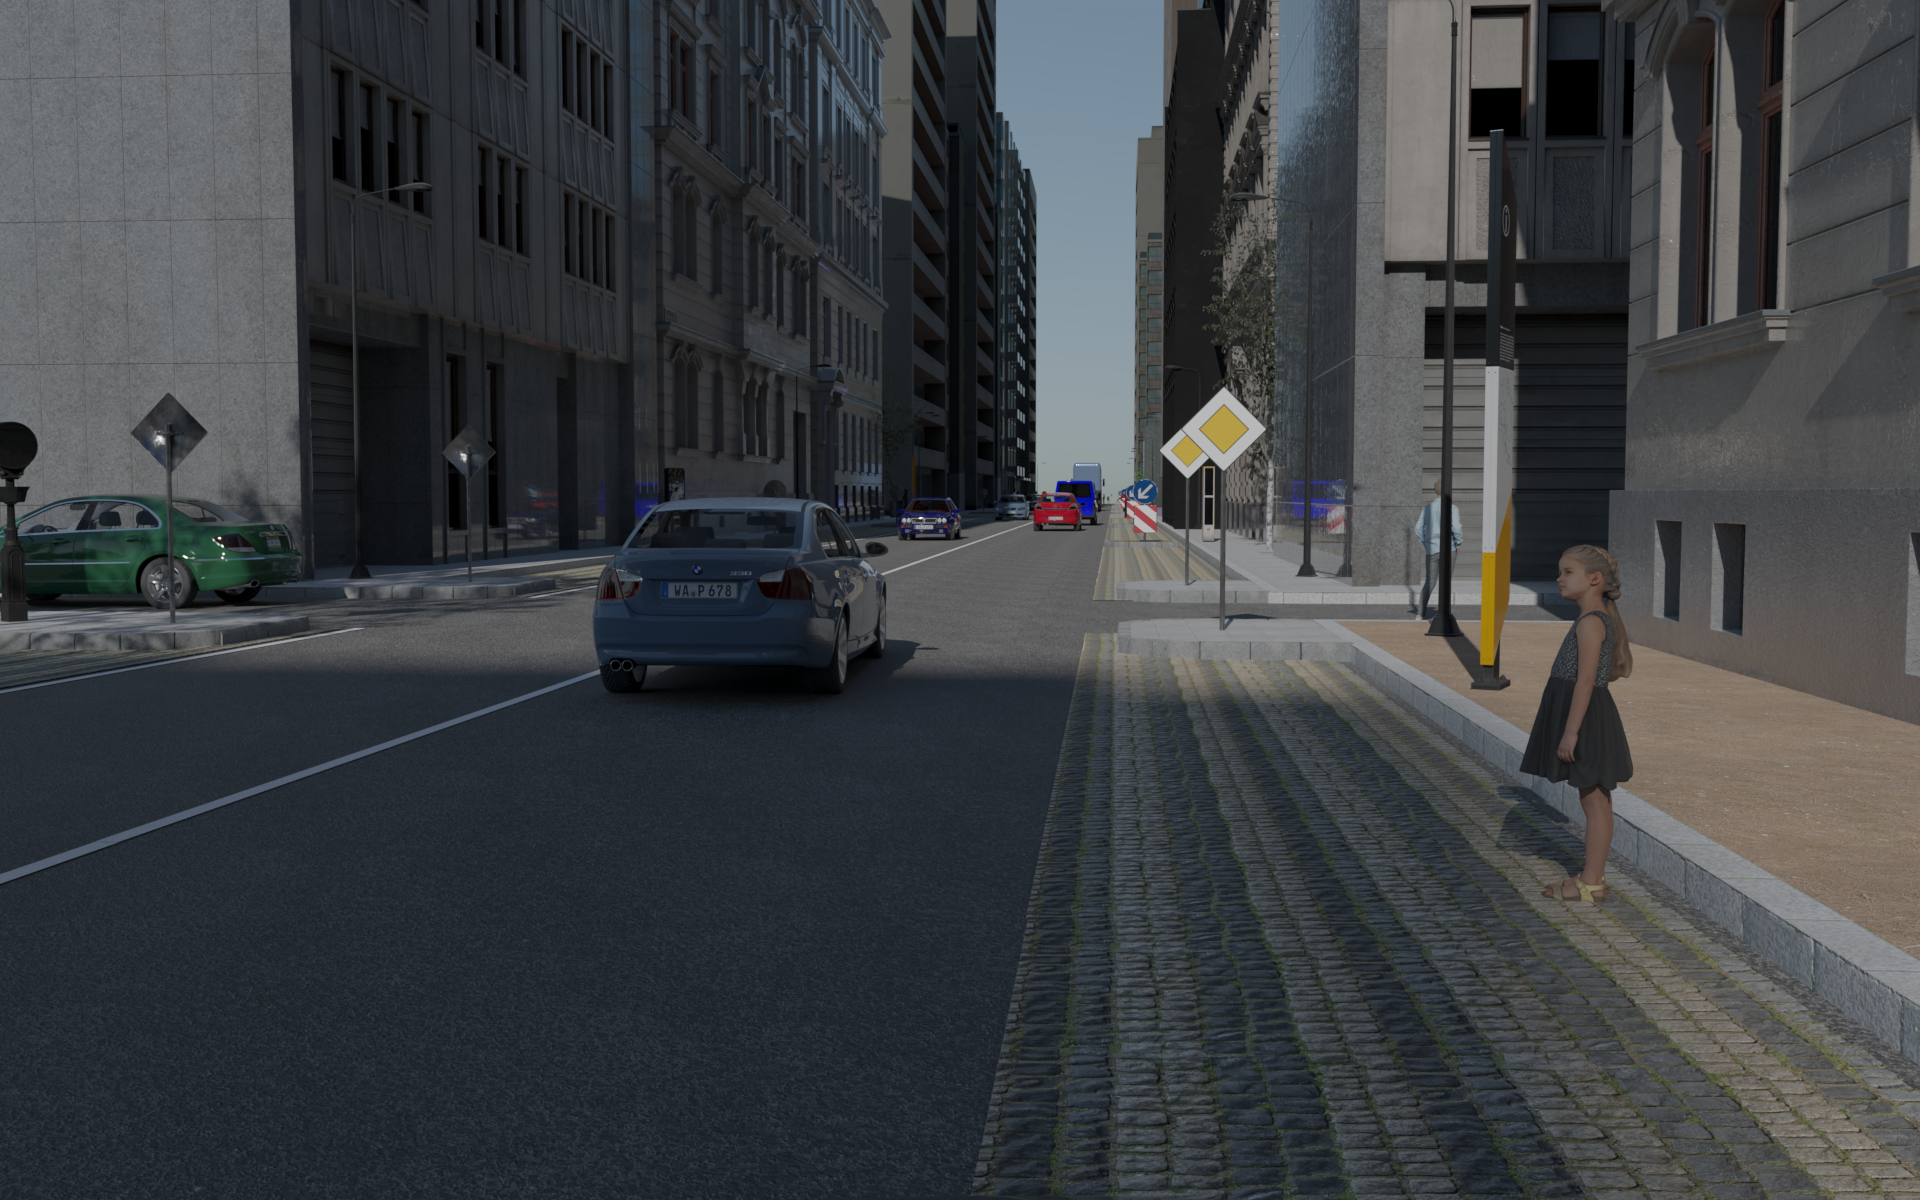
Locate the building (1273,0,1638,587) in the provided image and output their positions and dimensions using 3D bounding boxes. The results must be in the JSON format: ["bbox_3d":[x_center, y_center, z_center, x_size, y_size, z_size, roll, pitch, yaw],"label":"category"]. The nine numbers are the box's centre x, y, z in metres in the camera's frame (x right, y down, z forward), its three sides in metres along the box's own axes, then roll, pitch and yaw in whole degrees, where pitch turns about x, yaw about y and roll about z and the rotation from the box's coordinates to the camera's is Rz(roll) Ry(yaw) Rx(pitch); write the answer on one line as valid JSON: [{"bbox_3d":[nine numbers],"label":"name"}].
[{"bbox_3d":[15.862,-12.863,28.329,19.932,24.808,12.078,0,4,5],"label":"building"}]

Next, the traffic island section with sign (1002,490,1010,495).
[{"bbox_3d":[4.096,-8.732,151.400,1.989,1.847,2.006,0,4,5],"label":"traffic island section with sign"}]

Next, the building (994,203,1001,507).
[{"bbox_3d":[-3.537,-24.098,165.695,14.160,30.474,14.107,0,4,5],"label":"building"}]

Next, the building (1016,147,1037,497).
[{"bbox_3d":[-0.297,-38.034,245.559,21.300,48.544,21.600,0,4,5],"label":"building"}]

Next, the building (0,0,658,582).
[{"bbox_3d":[-14.704,-13.269,34.968,12.078,24.808,19.932,0,4,5],"label":"building"}]

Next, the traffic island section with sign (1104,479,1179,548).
[{"bbox_3d":[4.901,-2.346,46.987,1.989,1.847,2.006,0,4,5],"label":"traffic island section with sign"}]

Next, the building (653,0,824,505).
[{"bbox_3d":[-12.900,-16.458,56.482,14.401,28.519,23.554,0,4,5],"label":"building"}]

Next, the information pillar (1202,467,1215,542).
[{"bbox_3d":[6.636,-2.556,46.279,0.304,2.012,0.304,0,4,3],"label":"information pillar"}]

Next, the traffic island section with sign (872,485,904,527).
[{"bbox_3d":[-2.722,-4.051,74.866,1.989,1.847,2.006,0,4,5],"label":"traffic island section with sign"}]

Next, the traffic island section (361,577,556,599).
[{"bbox_3d":[-7.150,-0.179,25.202,2.009,0.180,2.903,0,4,5],"label":"traffic island section"}]

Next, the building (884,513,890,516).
[{"bbox_3d":[-12.481,-29.832,111.460,21.300,48.544,21.600,0,4,5],"label":"building"}]

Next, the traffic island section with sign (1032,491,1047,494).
[{"bbox_3d":[9.027,-12.111,206.635,1.989,1.847,2.006,0,4,5],"label":"traffic island section with sign"}]

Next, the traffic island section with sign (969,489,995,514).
[{"bbox_3d":[1.708,-7.090,124.550,1.989,1.847,2.006,0,4,5],"label":"traffic island section with sign"}]

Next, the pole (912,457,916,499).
[{"bbox_3d":[-2.533,-6.198,95.186,0.158,3.312,0.155,0,3,0],"label":"pole"}]

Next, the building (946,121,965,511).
[{"bbox_3d":[-7.224,-21.895,129.682,14.160,30.474,14.107,0,4,5],"label":"building"}]

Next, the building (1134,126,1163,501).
[{"bbox_3d":[33.398,-36.689,223.571,21.300,48.544,21.600,0,4,5],"label":"building"}]

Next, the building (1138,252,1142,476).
[{"bbox_3d":[28.314,-26.603,206.660,14.160,30.474,14.107,0,4,5],"label":"building"}]

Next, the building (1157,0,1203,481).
[{"bbox_3d":[22.839,-29.624,134.466,14.600,45.320,14.200,0,4,5],"label":"building"}]

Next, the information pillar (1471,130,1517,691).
[{"bbox_3d":[3.559,-1.228,11.440,0.183,3.616,0.504,2,4,29],"label":"information pillar"}]

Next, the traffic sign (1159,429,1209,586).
[{"bbox_3d":[3.175,-1.257,24.202,0.795,2.450,0.064,0,4,5],"label":"traffic sign"}]

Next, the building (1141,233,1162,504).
[{"bbox_3d":[27.676,-25.717,192.180,14.160,30.474,14.107,0,4,5],"label":"building"}]

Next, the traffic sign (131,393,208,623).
[{"bbox_3d":[-7.836,-0.828,17.184,0.795,2.450,0.064,0,4,5],"label":"traffic sign"}]

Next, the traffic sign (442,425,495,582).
[{"bbox_3d":[-7.126,-1.315,25.138,0.795,2.450,0.064,0,4,5],"label":"traffic sign"}]

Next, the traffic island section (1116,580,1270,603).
[{"bbox_3d":[3.200,-0.122,24.277,2.009,0.180,2.903,0,4,5],"label":"traffic island section"}]

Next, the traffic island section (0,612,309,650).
[{"bbox_3d":[-7.860,0.308,17.248,2.009,0.180,2.903,0,4,5],"label":"traffic island section"}]

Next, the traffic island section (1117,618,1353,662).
[{"bbox_3d":[2.490,0.364,16.324,2.009,0.180,2.903,0,4,5],"label":"traffic island section"}]

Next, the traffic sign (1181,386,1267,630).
[{"bbox_3d":[2.466,-0.771,16.248,0.795,2.450,0.064,0,4,5],"label":"traffic sign"}]

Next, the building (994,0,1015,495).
[{"bbox_3d":[-4.268,-46.196,193.552,20.563,71.187,20.611,0,4,5],"label":"building"}]

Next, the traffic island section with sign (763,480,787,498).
[{"bbox_3d":[-5.139,-2.393,47.756,1.989,1.847,2.006,0,4,5],"label":"traffic island section with sign"}]

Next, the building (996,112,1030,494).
[{"bbox_3d":[-3.295,-36.705,219.728,23.786,49.044,30.456,0,4,5],"label":"building"}]

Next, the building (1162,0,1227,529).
[{"bbox_3d":[14.600,-14.673,69.578,12.332,23.373,15.834,0,4,5],"label":"building"}]

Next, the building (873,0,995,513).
[{"bbox_3d":[-8.393,-32.019,147.211,21.300,48.544,21.600,0,4,5],"label":"building"}]

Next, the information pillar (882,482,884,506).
[{"bbox_3d":[-4.368,-5.609,96.200,0.304,2.012,0.304,-1,4,-12],"label":"information pillar"}]

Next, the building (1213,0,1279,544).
[{"bbox_3d":[13.344,-13.632,51.762,11.050,23.489,19.941,0,4,5],"label":"building"}]

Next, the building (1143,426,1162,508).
[{"bbox_3d":[28.165,-51.542,155.382,22.319,86.520,31.000,0,4,5],"label":"building"}]
